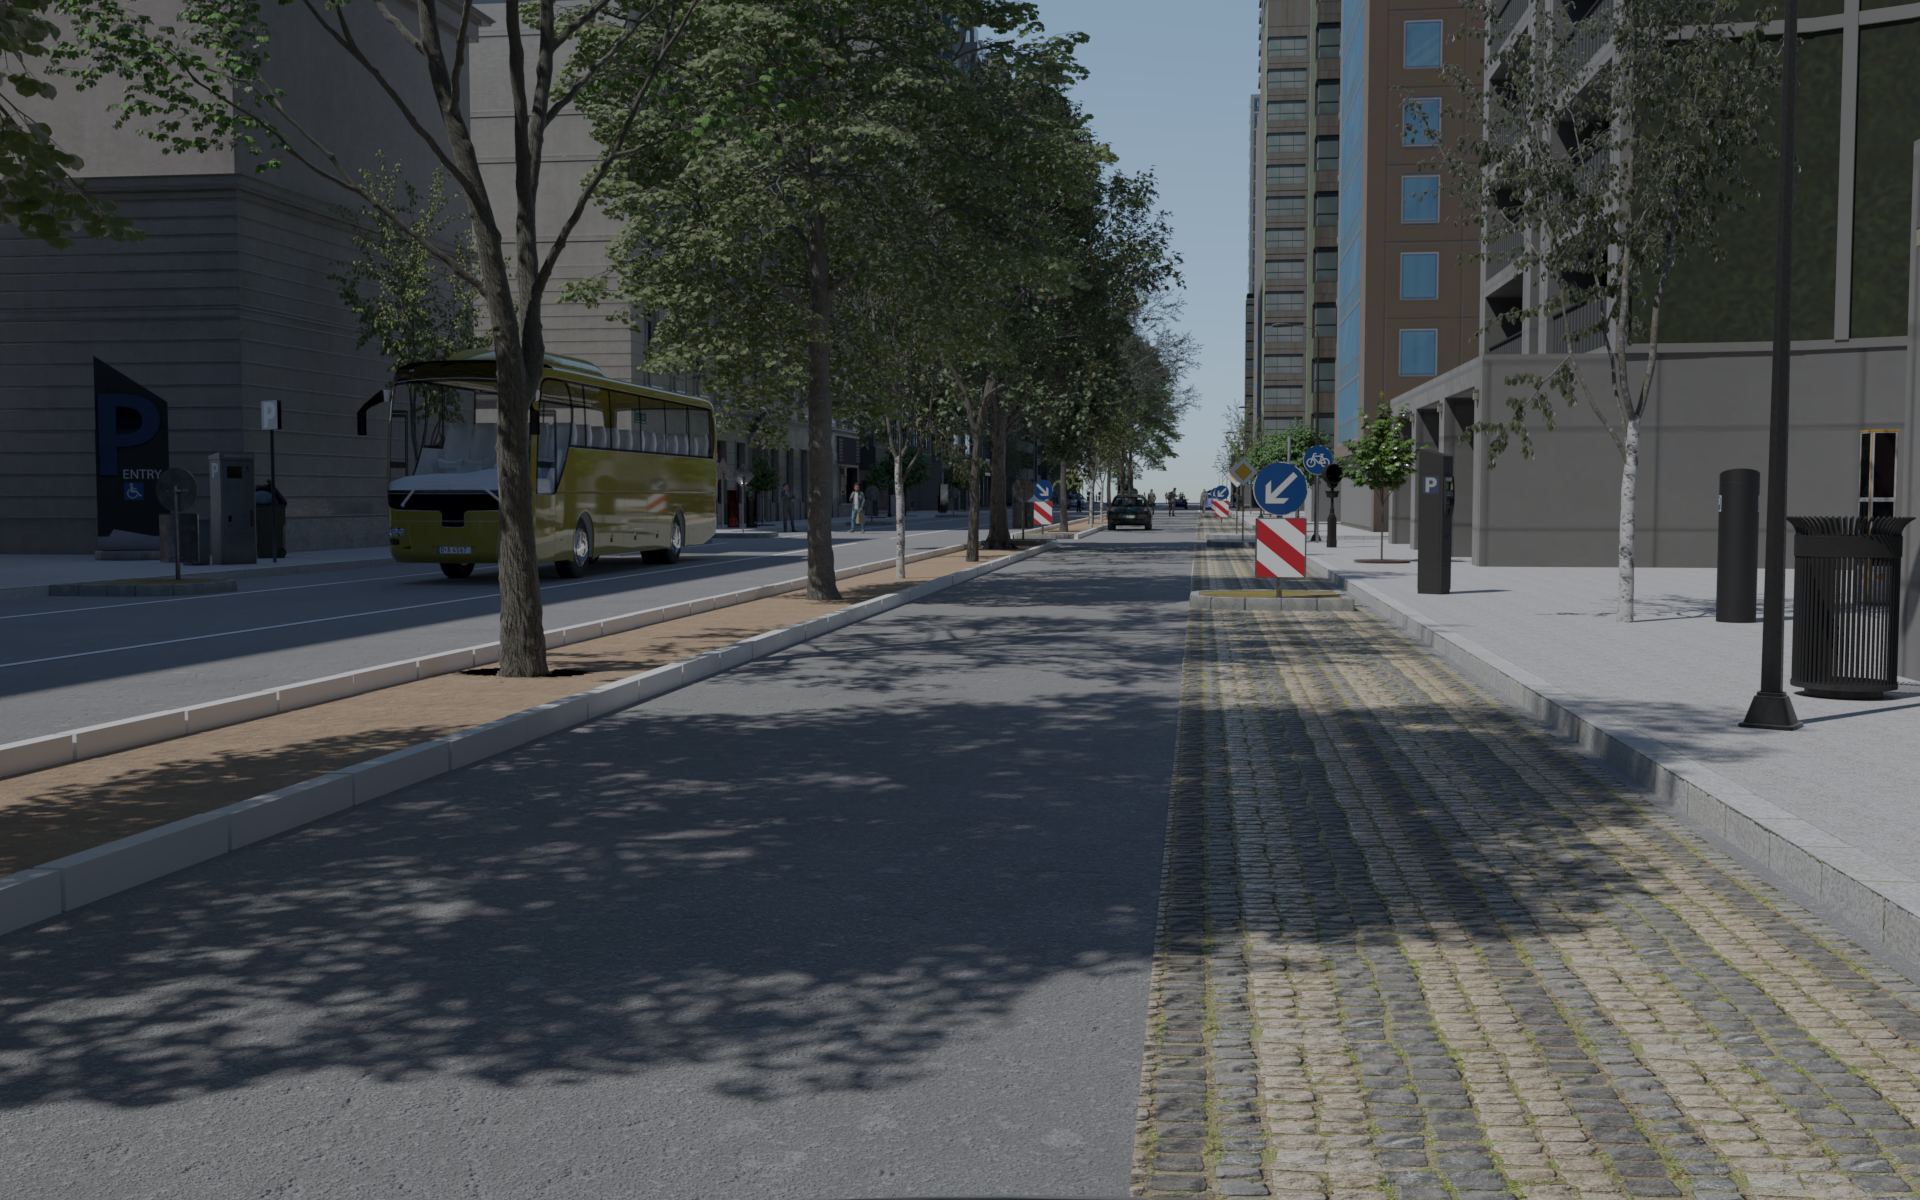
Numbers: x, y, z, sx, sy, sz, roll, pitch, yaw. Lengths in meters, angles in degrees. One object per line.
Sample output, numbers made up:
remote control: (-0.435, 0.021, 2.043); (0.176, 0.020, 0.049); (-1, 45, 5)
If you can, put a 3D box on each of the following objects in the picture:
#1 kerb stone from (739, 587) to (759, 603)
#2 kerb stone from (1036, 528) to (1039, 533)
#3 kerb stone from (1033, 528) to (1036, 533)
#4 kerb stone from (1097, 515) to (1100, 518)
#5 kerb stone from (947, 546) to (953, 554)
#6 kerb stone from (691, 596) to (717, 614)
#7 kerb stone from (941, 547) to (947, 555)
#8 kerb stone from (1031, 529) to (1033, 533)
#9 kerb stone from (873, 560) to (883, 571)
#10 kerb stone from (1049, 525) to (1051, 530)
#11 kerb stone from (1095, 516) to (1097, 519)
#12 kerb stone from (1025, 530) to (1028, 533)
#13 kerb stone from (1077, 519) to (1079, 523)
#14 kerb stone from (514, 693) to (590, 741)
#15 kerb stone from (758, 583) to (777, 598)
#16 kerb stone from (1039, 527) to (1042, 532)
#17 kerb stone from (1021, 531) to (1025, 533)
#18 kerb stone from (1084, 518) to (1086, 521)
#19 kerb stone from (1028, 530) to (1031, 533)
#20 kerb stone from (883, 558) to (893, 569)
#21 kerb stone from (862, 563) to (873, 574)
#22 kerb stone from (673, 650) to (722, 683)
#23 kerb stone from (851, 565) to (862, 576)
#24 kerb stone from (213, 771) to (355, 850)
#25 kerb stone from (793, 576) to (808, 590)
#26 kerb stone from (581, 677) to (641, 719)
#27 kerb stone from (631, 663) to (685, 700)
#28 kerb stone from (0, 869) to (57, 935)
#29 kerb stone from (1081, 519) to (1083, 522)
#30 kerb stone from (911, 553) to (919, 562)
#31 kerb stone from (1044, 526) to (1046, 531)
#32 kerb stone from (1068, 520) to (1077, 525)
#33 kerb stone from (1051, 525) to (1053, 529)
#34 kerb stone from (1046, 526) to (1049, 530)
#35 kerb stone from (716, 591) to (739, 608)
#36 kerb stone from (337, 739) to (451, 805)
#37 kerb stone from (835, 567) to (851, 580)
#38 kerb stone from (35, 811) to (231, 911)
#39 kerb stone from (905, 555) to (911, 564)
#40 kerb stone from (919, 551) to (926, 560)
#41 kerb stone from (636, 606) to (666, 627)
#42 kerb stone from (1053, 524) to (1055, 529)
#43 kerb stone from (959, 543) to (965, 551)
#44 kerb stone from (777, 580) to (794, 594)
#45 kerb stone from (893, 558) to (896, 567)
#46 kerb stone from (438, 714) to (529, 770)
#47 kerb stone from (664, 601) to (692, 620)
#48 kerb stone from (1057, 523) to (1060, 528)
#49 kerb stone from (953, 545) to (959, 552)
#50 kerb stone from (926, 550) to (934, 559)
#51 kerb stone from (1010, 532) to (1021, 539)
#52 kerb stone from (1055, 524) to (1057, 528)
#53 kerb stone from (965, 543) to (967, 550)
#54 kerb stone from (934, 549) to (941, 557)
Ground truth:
kerb stone: (-2.882, -0.046, 22.971); (0.120, 0.150, 1.000); (0, 4, 8)
kerb stone: (2.687, -2.504, 63.132); (0.120, 0.150, 1.000); (0, 4, 8)
kerb stone: (2.536, -2.442, 62.119); (0.120, 0.150, 1.000); (0, 4, 8)
kerb stone: (8.161, -4.920, 102.695); (0.120, 0.150, 1.000); (0, 4, 8)
kerb stone: (-0.354, -1.158, 41.272); (0.120, 0.150, 1.000); (0, 4, 8)
kerb stone: (-3.170, 0.076, 20.947); (0.120, 0.150, 1.000); (0, 4, 8)
kerb stone: (-0.495, -1.103, 40.260); (0.120, 0.150, 1.000); (0, 4, 8)
kerb stone: (2.394, -2.378, 61.102); (0.120, 0.150, 1.000); (0, 4, 8)
kerb stone: (-1.628, -0.606, 32.114); (0.120, 0.150, 1.000); (0, 4, 8)
kerb stone: (3.388, -2.815, 68.224); (0.120, 0.150, 1.000); (0, 4, 8)
kerb stone: (7.468, -4.614, 97.627); (0.120, 0.150, 1.000); (0, 4, 8)
kerb stone: (2.120, -2.251, 59.073); (0.120, 0.150, 1.000); (0, 4, 8)
kerb stone: (5.495, -3.745, 83.440); (0.120, 0.150, 1.000); (0, 4, 8)
kerb stone: (-2.494, 0.715, 10.502); (0.120, 0.150, 1.000); (0, 4, 8)
kerb stone: (-2.745, -0.109, 23.984); (0.120, 0.150, 1.000); (0, 4, 8)
kerb stone: (2.822, -2.566, 64.152); (0.120, 0.150, 1.000); (0, 4, 8)
kerb stone: (1.979, -2.190, 58.057); (0.120, 0.150, 1.000); (0, 4, 8)
kerb stone: (6.199, -4.048, 88.502); (0.120, 0.150, 1.000); (0, 4, 8)
kerb stone: (2.253, -2.317, 60.086); (0.120, 0.150, 1.000); (0, 4, 8)
kerb stone: (-1.483, -0.669, 33.128); (0.120, 0.150, 1.000); (0, 4, 8)
kerb stone: (-1.761, -0.545, 31.099); (0.120, 0.150, 1.000); (0, 4, 8)
kerb stone: (-2.075, 0.529, 13.546); (0.120, 0.150, 1.000); (0, 4, 8)
kerb stone: (-1.908, -0.479, 30.082); (0.120, 0.150, 1.000); (0, 4, 8)
kerb stone: (-2.918, 0.905, 7.465); (0.120, 0.150, 1.000); (0, 4, 8)
kerb stone: (-2.462, -0.230, 26.012); (0.120, 0.150, 1.000); (0, 4, 8)
kerb stone: (-2.354, 0.656, 11.515); (0.120, 0.150, 1.000); (0, 4, 8)
kerb stone: (-2.216, 0.595, 12.528); (0.120, 0.150, 1.000); (0, 4, 8)
kerb stone: (-3.201, 1.027, 5.432); (0.120, 0.150, 1.000); (0, 4, 8)
kerb stone: (5.923, -3.932, 86.476); (0.120, 0.150, 1.000); (0, 4, 8)
kerb stone: (-1.052, -0.856, 36.193); (0.120, 0.150, 1.000); (0, 4, 8)
kerb stone: (3.097, -2.690, 66.182); (0.120, 0.150, 1.000); (0, 4, 8)
kerb stone: (5.353, -3.684, 82.428); (0.120, 0.150, 1.000); (0, 4, 8)
kerb stone: (3.532, -2.877, 69.244); (0.120, 0.150, 1.000); (0, 4, 8)
kerb stone: (3.238, -2.753, 67.211); (0.120, 0.150, 1.000); (0, 4, 8)
kerb stone: (-3.026, 0.016, 21.959); (0.120, 0.150, 1.000); (0, 4, 8)
kerb stone: (-2.777, 0.841, 8.477); (0.120, 0.150, 1.000); (0, 4, 8)
kerb stone: (-2.035, -0.420, 29.067); (0.120, 0.150, 1.000); (0, 4, 8)
kerb stone: (-3.058, 0.963, 6.445); (0.120, 0.150, 1.000); (0, 4, 8)
kerb stone: (-1.194, -0.793, 35.168); (0.120, 0.150, 1.000); (0, 4, 8)
kerb stone: (-0.913, -0.915, 37.206); (0.120, 0.150, 1.000); (0, 4, 8)
kerb stone: (-3.456, 0.200, 18.923); (0.120, 0.150, 1.000); (0, 4, 8)
kerb stone: (3.658, -2.940, 70.266); (0.120, 0.150, 1.000); (0, 4, 8)
kerb stone: (-0.069, -1.289, 43.302); (0.120, 0.150, 1.000); (0, 4, 8)
kerb stone: (-2.606, -0.164, 25.000); (0.120, 0.150, 1.000); (0, 4, 8)
kerb stone: (-1.345, -0.731, 34.141); (0.120, 0.150, 1.000); (0, 4, 8)
kerb stone: (-2.627, 0.779, 9.489); (0.120, 0.150, 1.000); (0, 4, 8)
kerb stone: (-3.314, 0.138, 19.935); (0.120, 0.150, 1.000); (0, 4, 8)
kerb stone: (3.952, -3.060, 72.292); (0.120, 0.150, 1.000); (0, 4, 8)
kerb stone: (-0.210, -1.229, 42.284); (0.120, 0.150, 1.000); (0, 4, 8)
kerb stone: (-0.773, -0.980, 38.224); (0.120, 0.150, 1.000); (0, 4, 8)
kerb stone: (1.831, -2.131, 57.040); (0.120, 0.150, 1.000); (0, 4, 8)
kerb stone: (3.806, -3.002, 71.280); (0.120, 0.150, 1.000); (0, 4, 8)
kerb stone: (0.073, -1.347, 44.317); (0.120, 0.150, 1.000); (0, 4, 8)
kerb stone: (-0.630, -1.043, 39.242); (0.120, 0.150, 1.000); (0, 4, 8)
